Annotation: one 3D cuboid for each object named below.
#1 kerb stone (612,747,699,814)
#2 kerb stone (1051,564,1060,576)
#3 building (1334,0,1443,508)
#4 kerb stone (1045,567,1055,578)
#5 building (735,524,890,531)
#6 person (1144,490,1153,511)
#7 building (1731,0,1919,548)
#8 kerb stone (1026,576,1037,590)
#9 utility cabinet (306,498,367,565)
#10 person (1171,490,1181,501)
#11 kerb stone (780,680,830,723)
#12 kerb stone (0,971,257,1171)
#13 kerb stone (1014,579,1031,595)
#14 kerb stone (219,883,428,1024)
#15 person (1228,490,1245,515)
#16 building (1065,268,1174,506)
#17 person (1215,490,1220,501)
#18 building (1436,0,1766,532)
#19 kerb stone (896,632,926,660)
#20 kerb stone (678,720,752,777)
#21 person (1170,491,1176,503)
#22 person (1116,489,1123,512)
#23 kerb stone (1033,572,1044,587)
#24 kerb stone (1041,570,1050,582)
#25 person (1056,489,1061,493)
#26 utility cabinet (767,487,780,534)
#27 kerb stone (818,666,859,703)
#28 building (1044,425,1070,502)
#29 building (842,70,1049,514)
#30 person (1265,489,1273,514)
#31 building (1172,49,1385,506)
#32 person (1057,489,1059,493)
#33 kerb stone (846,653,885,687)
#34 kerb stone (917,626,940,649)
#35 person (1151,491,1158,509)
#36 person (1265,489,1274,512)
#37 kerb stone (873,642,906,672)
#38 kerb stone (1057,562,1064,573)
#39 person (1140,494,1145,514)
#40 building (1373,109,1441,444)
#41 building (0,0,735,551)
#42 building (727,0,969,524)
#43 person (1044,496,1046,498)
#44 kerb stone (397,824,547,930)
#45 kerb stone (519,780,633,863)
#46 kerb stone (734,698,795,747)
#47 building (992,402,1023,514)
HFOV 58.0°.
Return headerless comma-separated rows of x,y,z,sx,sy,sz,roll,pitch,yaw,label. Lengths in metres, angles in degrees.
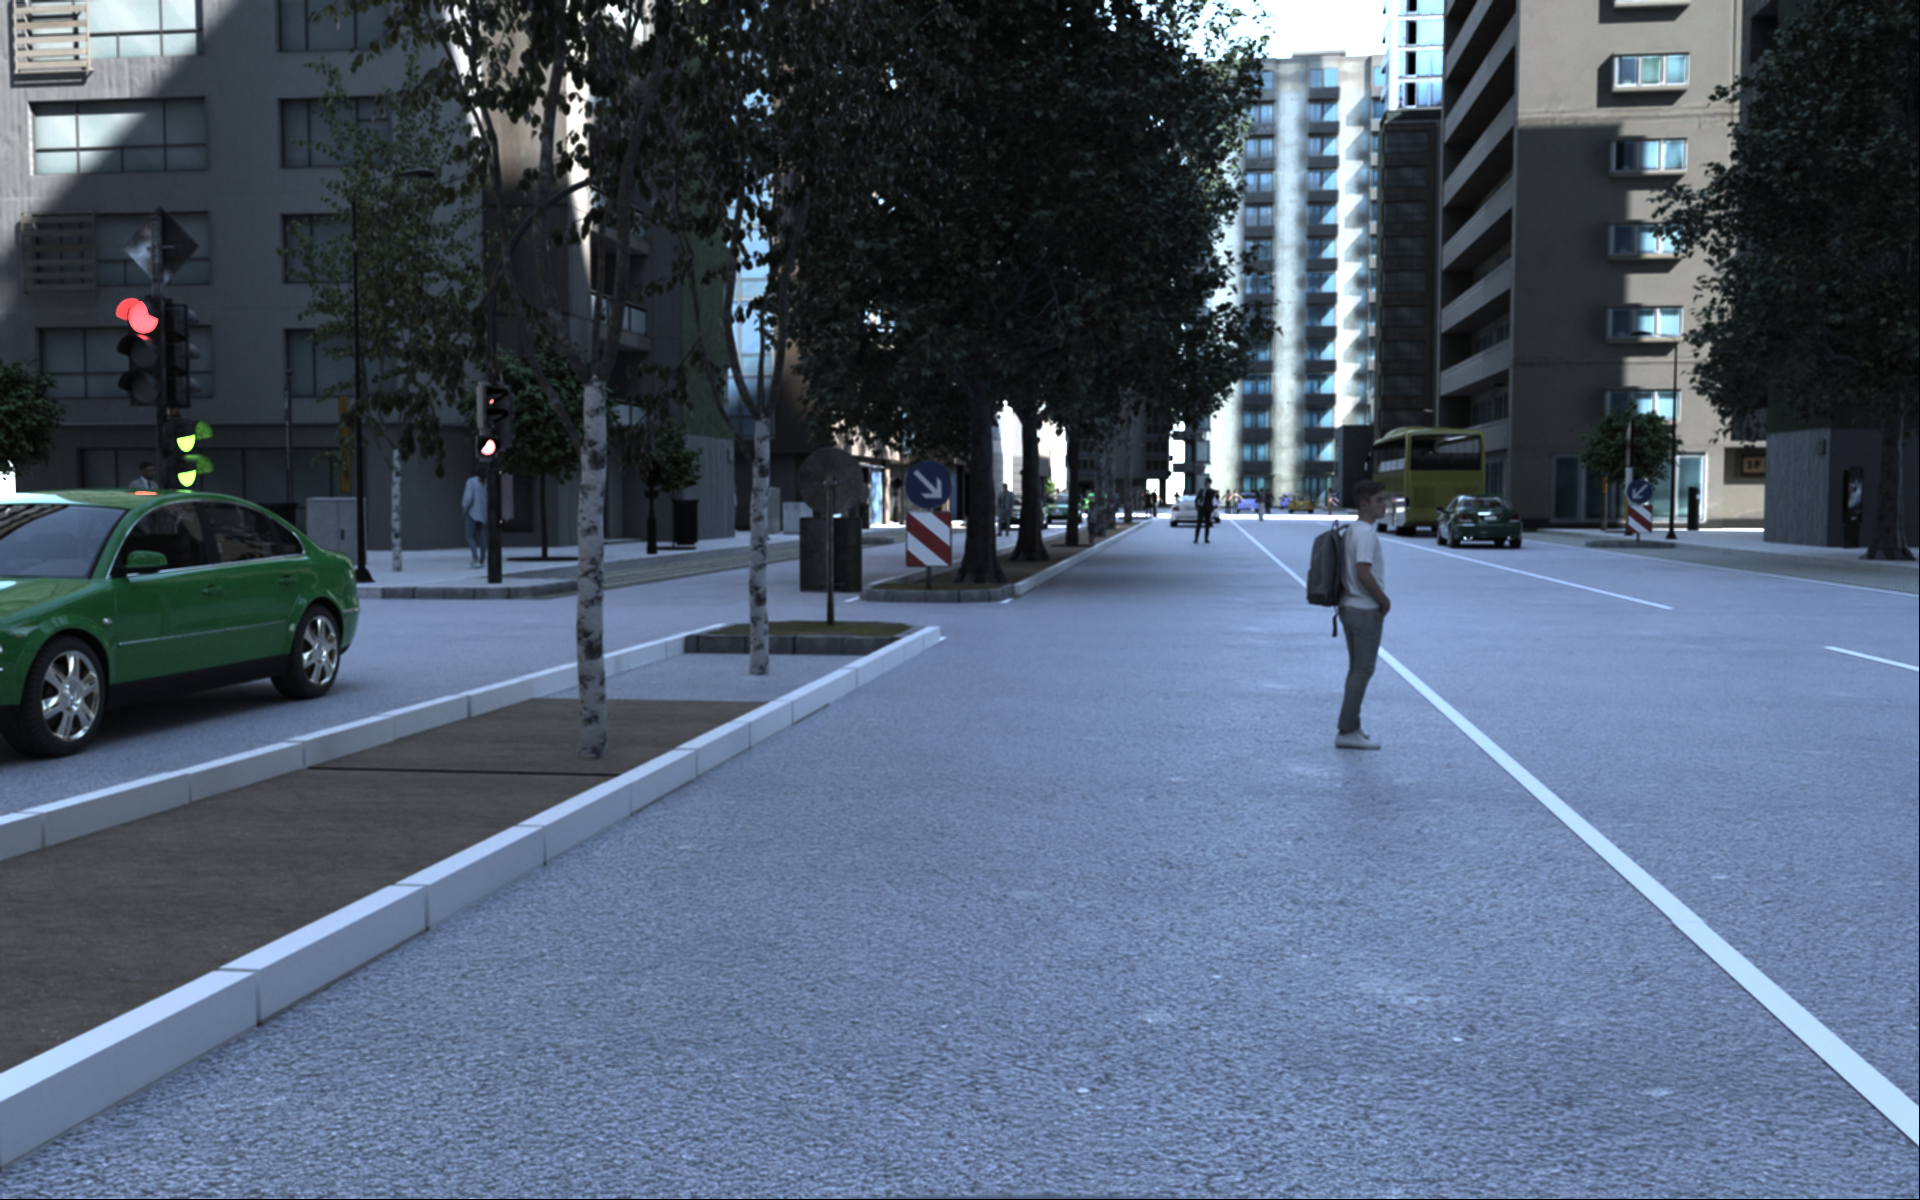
-1.455,0.860,8.222,0.120,0.150,1.000,0,4,8,kerb stone
1.587,-0.482,30.081,0.120,0.150,1.000,0,4,8,kerb stone
46.107,-51.388,152.871,22.319,86.520,31.000,0,4,8,building
1.447,-0.420,29.063,0.120,0.150,1.000,0,4,8,kerb stone
-10.368,-25.435,65.978,14.600,45.320,14.200,0,4,8,building
16.148,-8.653,150.055,1.350,1.814,0.705,-3,4,-38,person
28.826,-16.820,46.713,14.160,30.474,14.107,0,4,8,building
1.016,-0.231,26.011,0.120,0.150,1.000,0,4,8,kerb stone
-11.301,-1.237,31.383,1.020,1.237,0.306,1,4,9,utility cabinet
16.212,-7.308,128.803,1.217,1.723,0.721,-1,4,-23,person
-1.026,0.669,11.262,0.120,0.150,1.000,0,4,8,kerb stone
-2.017,1.103,4.161,0.120,0.150,1.000,0,4,8,kerb stone
0.877,-0.171,24.992,0.120,0.150,1.000,0,4,8,kerb stone
-1.878,1.041,5.179,0.120,0.150,1.000,0,4,8,kerb stone
18.675,-6.598,117.091,1.217,1.735,0.721,-1,4,-15,person
12.388,-31.001,198.743,23.993,40.220,32.217,0,4,8,building
19.747,-7.600,133.590,0.721,1.723,1.217,-1,4,-11,person
32.407,-27.402,71.719,21.300,48.544,21.600,0,4,8,building
-0.466,0.421,15.316,0.120,0.150,1.000,0,4,8,kerb stone
-1.313,0.793,9.239,0.120,0.150,1.000,0,4,8,kerb stone
19.627,-9.044,157.081,1.217,1.735,0.721,1,4,20,person
12.680,-8.022,139.751,0.705,1.814,1.350,3,5,40,person
1.167,-0.295,27.025,0.120,0.150,1.000,0,4,8,kerb stone
1.305,-0.355,28.042,0.120,0.150,1.000,0,4,8,kerb stone
8.723,-8.835,150.936,0.683,1.767,0.568,-3,5,-41,person
-6.099,-2.878,55.736,0.318,1.500,1.173,1,4,12,utility cabinet
-0.892,0.612,12.278,0.120,0.150,1.000,0,4,8,kerb stone
-4.638,-19.494,163.760,28.899,21.520,27.650,0,4,8,building
-0.453,-29.690,135.541,14.600,45.320,14.200,0,4,8,building
22.761,-7.245,127.399,0.568,1.767,0.683,2,4,28,person
38.778,-34.866,189.673,30.456,49.044,23.786,0,4,8,building
8.501,-8.704,149.080,0.721,1.743,1.217,0,4,-3,person
-0.747,0.545,13.289,0.120,0.150,1.000,0,4,8,kerb stone
-0.323,0.363,16.343,0.120,0.150,1.000,0,4,8,kerb stone
19.104,-9.944,171.905,1.217,1.723,0.721,2,4,34,person
24.617,-7.953,138.542,1.348,1.823,0.705,-2,4,-25,person
-0.607,0.483,14.304,0.120,0.150,1.000,0,4,8,kerb stone
1.729,-0.539,31.093,0.120,0.150,1.000,0,4,8,kerb stone
13.029,-7.012,123.664,1.217,1.766,0.721,0,4,-3,person
38.845,-22.089,132.861,14.160,30.474,14.107,0,4,8,building
-14.576,-22.066,44.373,14.154,41.232,14.086,0,4,8,building
-6.133,-26.768,87.763,14.600,45.320,14.200,0,4,8,building
6.595,-8.369,143.703,1.217,1.723,0.721,2,4,32,person
-1.733,0.979,6.190,0.120,0.150,1.000,0,4,8,kerb stone
-1.592,0.917,7.206,0.120,0.150,1.000,0,4,8,kerb stone
-1.169,0.731,10.250,0.120,0.150,1.000,0,4,8,kerb stone
-7.185,-34.988,114.060,21.231,58.520,28.212,0,4,8,building
